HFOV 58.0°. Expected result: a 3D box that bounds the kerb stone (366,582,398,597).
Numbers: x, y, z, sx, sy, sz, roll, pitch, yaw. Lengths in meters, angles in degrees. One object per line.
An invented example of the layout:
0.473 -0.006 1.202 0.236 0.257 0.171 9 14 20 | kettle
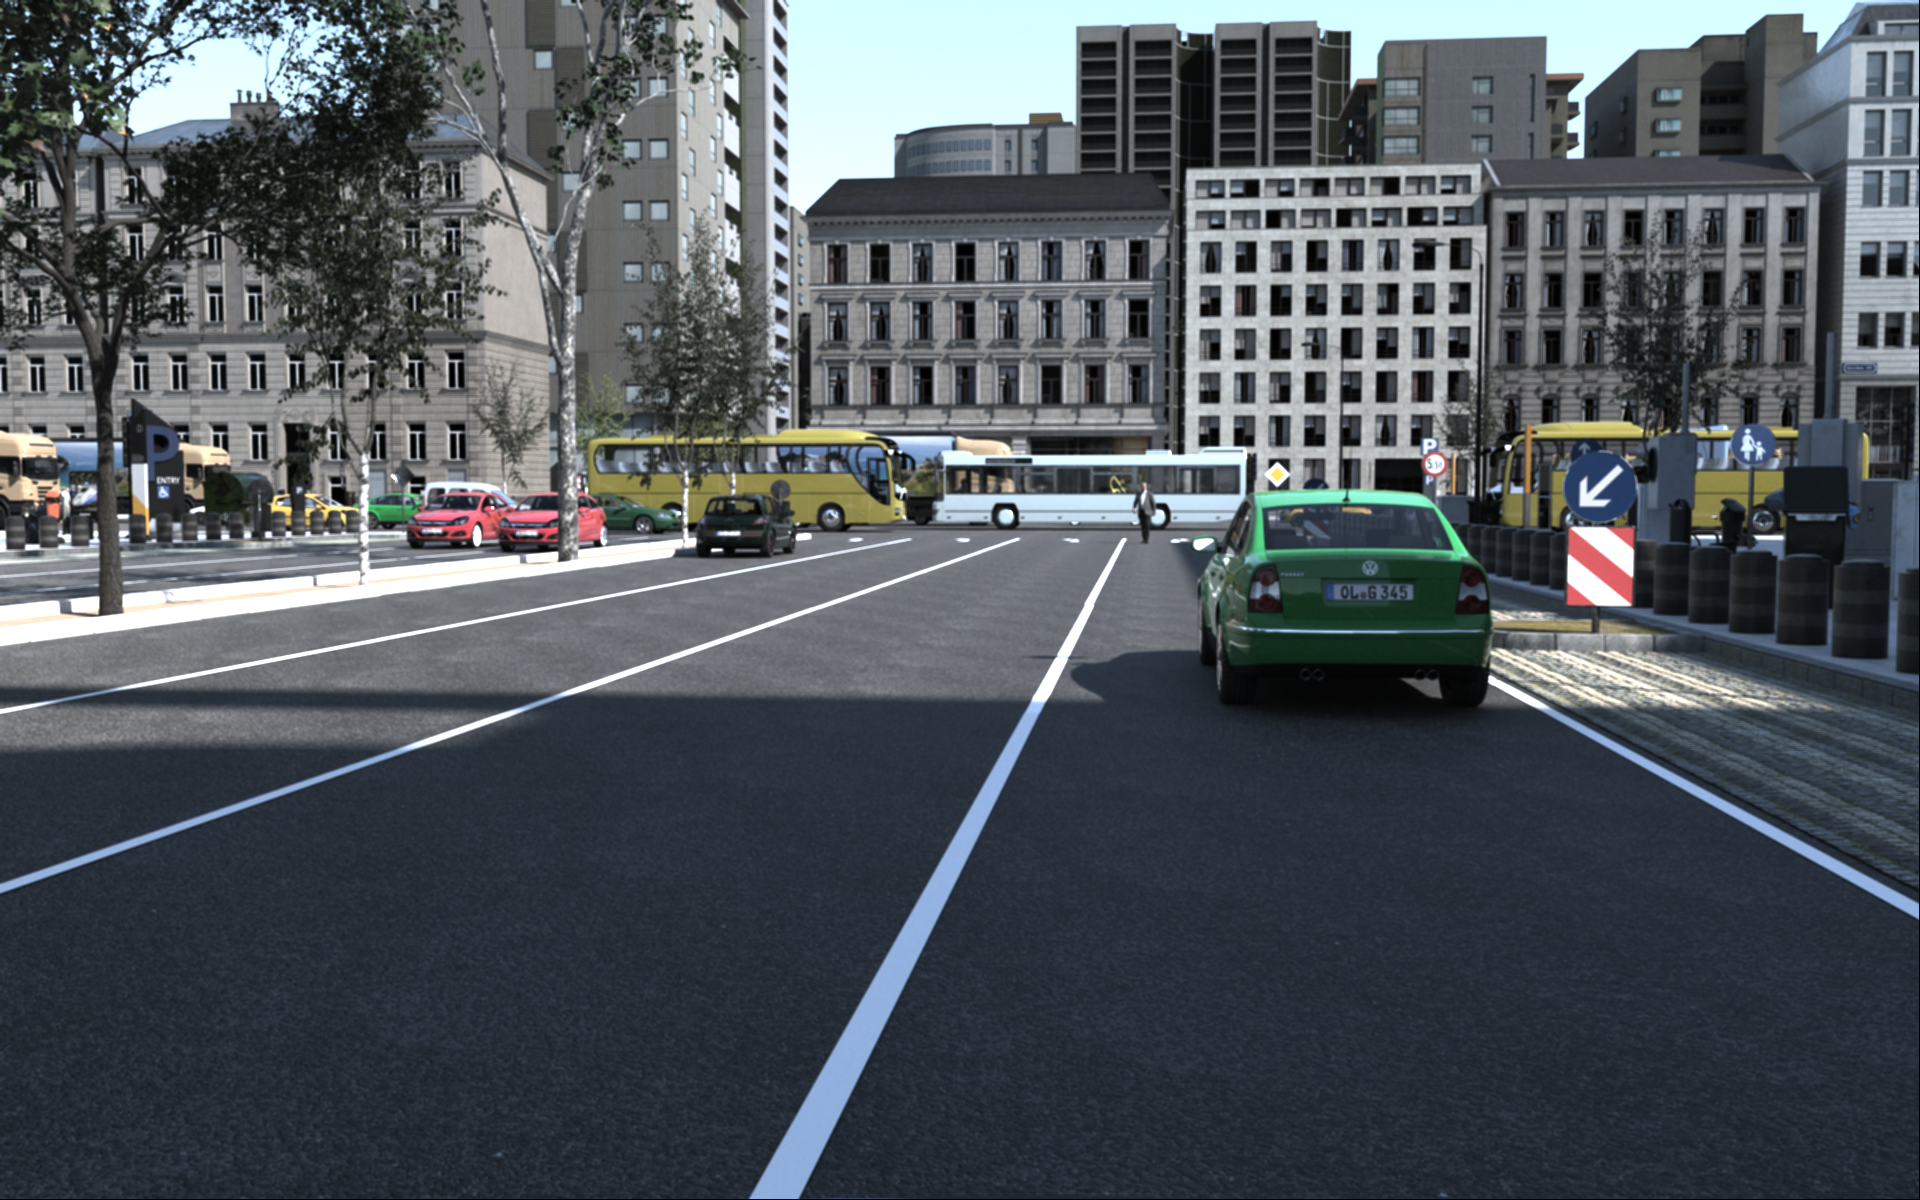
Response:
-8.257 -0.140 24.485 0.120 0.150 1.000 0 4 6 | kerb stone

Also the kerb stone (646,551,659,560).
-6.814 -0.954 37.795 0.120 0.150 1.000 0 4 6 | kerb stone

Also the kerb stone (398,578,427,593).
-8.146 -0.202 25.506 0.120 0.150 1.000 0 4 6 | kerb stone

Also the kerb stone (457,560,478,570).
-9.451 -0.656 32.915 0.120 0.150 1.000 0 4 6 | kerb stone

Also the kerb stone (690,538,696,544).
-7.663 -1.654 49.312 0.120 0.150 1.000 0 4 6 | kerb stone

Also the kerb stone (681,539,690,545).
-7.780 -1.596 48.292 0.120 0.150 1.000 0 4 6 | kerb stone

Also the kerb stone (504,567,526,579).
-7.703 -0.453 29.606 0.120 0.150 1.000 0 4 6 | kerb stone

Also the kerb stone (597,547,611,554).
-8.564 -1.155 41.112 0.120 0.150 1.000 0 4 6 | kerb stone

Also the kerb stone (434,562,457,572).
-9.569 -0.593 31.895 0.120 0.150 1.000 0 4 6 | kerb stone

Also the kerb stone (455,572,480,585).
-7.925 -0.326 27.558 0.120 0.150 1.000 0 4 6 | kerb stone

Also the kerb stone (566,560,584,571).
-7.367 -0.642 32.684 0.120 0.150 1.000 0 4 6 | kerb stone

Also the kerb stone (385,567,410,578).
-9.789 -0.467 29.848 0.120 0.150 1.000 0 4 6 | kerb stone

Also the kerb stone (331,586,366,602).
-8.369 -0.072 23.465 0.120 0.150 1.000 0 4 6 | kerb stone

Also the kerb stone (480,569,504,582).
-7.815 -0.391 28.586 0.120 0.150 1.000 0 4 6 | kerb stone

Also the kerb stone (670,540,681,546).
-7.888 -1.533 47.271 0.120 0.150 1.000 0 4 6 | kerb stone

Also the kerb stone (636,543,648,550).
-8.225 -1.345 44.194 0.120 0.150 1.000 0 4 6 | kerb stone

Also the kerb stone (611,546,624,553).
-8.447 -1.220 42.147 0.120 0.150 1.000 0 4 6 | kerb stone

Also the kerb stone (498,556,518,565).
-9.224 -0.778 34.965 0.120 0.150 1.000 0 4 6 | kerb stone

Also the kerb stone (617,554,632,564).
-7.029 -0.824 35.747 0.120 0.150 1.000 0 4 6 | kerb stone

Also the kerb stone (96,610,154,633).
-8.919 0.238 18.359 0.120 0.150 1.000 0 4 6 | kerb stone

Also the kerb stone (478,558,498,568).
-9.340 -0.718 33.936 0.120 0.150 1.000 0 4 6 | kerb stone

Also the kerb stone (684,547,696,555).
-6.480 -1.139 40.858 0.120 0.150 1.000 0 4 6 | kerb stone

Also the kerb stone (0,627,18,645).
-9.150 0.364 16.310 0.120 0.150 1.000 0 4 6 | kerb stone

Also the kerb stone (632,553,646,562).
-6.927 -0.892 36.772 0.120 0.150 1.000 0 4 6 | kerb stone

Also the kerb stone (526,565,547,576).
-7.580 -0.513 30.626 0.120 0.150 1.000 0 4 6 | kerb stone

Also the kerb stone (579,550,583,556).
-8.790 -1.031 39.059 0.120 0.150 1.000 0 4 6 | kerb stone

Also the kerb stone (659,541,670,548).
-8.009 -1.465 46.245 0.120 0.150 1.000 0 4 6 | kerb stone

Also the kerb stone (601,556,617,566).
-7.139 -0.766 34.726 0.120 0.150 1.000 0 4 6 | kerb stone

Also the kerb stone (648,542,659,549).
-8.116 -1.408 45.223 0.120 0.150 1.000 0 4 6 | kerb stone

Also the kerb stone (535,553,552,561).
-9.004 -0.904 37.016 0.120 0.150 1.000 0 4 6 | kerb stone

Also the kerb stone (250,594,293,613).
-8.590 0.052 21.423 0.120 0.150 1.000 0 4 6 | kerb stone

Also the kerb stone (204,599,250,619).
-8.708 0.110 20.402 0.120 0.150 1.000 0 4 6 | kerb stone

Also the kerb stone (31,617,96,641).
-9.035 0.298 17.331 0.120 0.150 1.000 0 4 6 | kerb stone

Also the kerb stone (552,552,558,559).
-8.896 -0.969 38.037 0.120 0.150 1.000 0 4 6 | kerb stone

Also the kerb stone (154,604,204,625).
-8.814 0.172 19.381 0.120 0.150 1.000 0 4 6 | kerb stone

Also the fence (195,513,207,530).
-23.703 -2.320 53.305 0.278 0.683 2.069 2 4 24 | fence

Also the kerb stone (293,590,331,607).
-8.483 -0.015 22.444 0.120 0.150 1.000 0 4 6 | kerb stone

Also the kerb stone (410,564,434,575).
-9.683 -0.527 30.875 0.120 0.150 1.000 0 4 6 | kerb stone

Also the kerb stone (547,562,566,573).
-7.476 -0.576 31.657 0.120 0.150 1.000 0 4 6 | kerb stone

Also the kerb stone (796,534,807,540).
-5.029 -1.956 54.174 0.120 0.150 1.000 0 4 6 | kerb stone

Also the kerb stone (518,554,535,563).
-9.119 -0.842 35.987 0.120 0.150 1.000 0 4 6 | kerb stone

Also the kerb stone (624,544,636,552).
-8.335 -1.279 43.173 0.120 0.150 1.000 0 4 6 | kerb stone

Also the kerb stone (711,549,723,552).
-6.141 -1.329 43.928 0.120 0.150 1.000 0 4 6 | kerb stone

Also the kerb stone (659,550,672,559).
-6.703 -1.017 38.816 0.120 0.150 1.000 0 4 6 | kerb stone

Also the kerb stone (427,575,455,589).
-8.033 -0.265 26.527 0.120 0.150 1.000 0 4 6 | kerb stone

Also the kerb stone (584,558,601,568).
-7.259 -0.704 33.705 0.120 0.150 1.000 0 4 6 | kerb stone

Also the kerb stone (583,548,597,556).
-8.675 -1.089 40.079 0.120 0.150 1.000 0 4 6 | kerb stone

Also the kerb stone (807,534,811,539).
-4.911 -2.018 55.196 0.120 0.150 1.000 0 4 6 | kerb stone

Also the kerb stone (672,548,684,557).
-6.592 -1.079 39.837 0.120 0.150 1.000 0 4 6 | kerb stone
